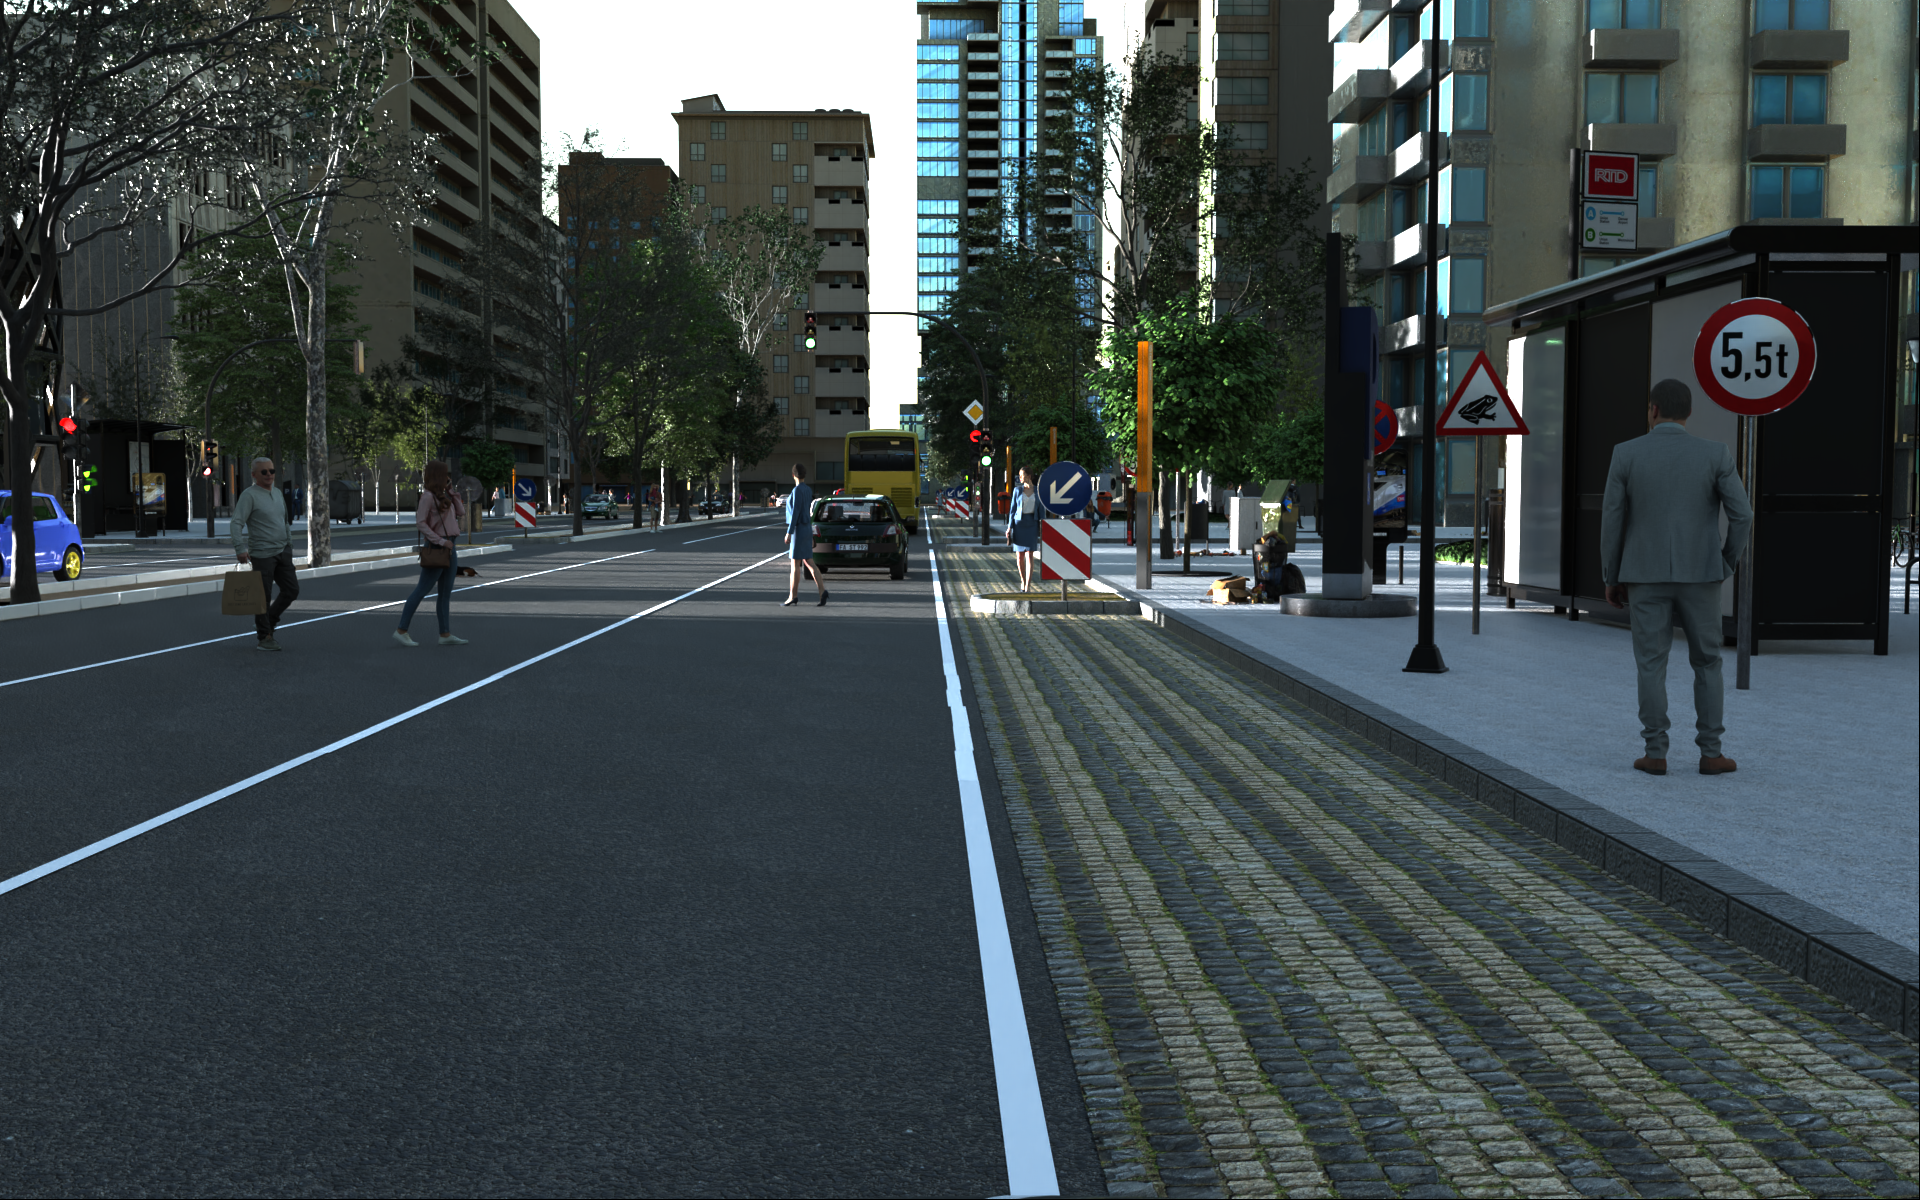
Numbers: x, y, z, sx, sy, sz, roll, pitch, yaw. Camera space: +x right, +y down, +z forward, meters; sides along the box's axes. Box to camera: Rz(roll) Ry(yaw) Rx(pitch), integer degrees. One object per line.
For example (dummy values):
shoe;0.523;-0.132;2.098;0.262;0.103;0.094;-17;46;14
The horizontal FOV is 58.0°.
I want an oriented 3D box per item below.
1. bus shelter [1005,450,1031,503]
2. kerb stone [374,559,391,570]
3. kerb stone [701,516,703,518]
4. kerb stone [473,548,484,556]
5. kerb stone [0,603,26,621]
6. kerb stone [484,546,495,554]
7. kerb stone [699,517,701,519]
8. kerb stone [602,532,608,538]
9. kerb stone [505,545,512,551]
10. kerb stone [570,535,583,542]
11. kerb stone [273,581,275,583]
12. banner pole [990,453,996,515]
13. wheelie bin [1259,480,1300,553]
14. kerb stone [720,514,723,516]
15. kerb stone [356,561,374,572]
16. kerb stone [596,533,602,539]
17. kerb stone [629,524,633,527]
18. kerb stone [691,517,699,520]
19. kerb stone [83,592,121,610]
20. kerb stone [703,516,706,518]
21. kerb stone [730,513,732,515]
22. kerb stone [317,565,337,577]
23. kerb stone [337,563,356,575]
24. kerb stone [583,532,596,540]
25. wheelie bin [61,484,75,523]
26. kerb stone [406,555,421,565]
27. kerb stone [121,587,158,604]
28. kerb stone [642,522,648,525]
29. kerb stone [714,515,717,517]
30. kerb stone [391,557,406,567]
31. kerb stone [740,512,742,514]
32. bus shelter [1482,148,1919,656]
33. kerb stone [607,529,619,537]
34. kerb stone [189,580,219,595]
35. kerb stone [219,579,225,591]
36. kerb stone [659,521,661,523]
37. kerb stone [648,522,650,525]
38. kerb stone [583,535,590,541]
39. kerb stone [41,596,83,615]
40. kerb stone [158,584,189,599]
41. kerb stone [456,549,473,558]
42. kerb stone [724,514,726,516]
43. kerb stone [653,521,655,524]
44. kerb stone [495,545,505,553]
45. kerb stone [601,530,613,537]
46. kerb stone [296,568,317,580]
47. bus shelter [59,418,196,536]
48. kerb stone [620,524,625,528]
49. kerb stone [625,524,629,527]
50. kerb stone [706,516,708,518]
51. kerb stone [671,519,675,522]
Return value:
bus shelter;3.534;-7.495;100.176;2.179;5.291;8.768;0;4;-1
kerb stone;-11.181;-0.667;33.209;0.120;0.150;1.000;0;4;-1
kerb stone;-14.684;-4.592;97.276;0.120;0.150;1.000;0;4;-1
kerb stone;-11.341;-1.109;40.375;0.120;0.150;1.000;0;4;-1
kerb stone;-10.896;0.142;19.872;0.120;0.150;1.000;0;4;-1
kerb stone;-11.359;-1.175;41.402;0.120;0.150;1.000;0;4;-1
kerb stone;-14.660;-4.529;96.253;0.120;0.150;1.000;0;4;-1
kerb stone;-11.690;-2.086;56.309;0.120;0.150;1.000;0;4;-1
kerb stone;-11.413;-1.300;43.445;0.120;0.150;1.000;0;4;-1
kerb stone;-11.595;-1.836;52.217;0.120;0.150;1.000;0;4;-1
kerb stone;-11.068;-0.360;28.100;0.120;0.150;1.000;0;4;-1
banner pole;2.196;-7.122;106.458;0.863;3.779;0.401;0;4;5
wheelie bin;7.028;-1.848;38.128;0.693;1.594;0.980;-3;4;-37
kerb stone;-14.874;-5.151;106.497;0.120;0.150;1.000;0;4;-1
kerb stone;-11.162;-0.611;32.187;0.120;0.150;1.000;0;4;-1
kerb stone;-11.664;-2.023;55.287;0.120;0.150;1.000;0;4;-1
kerb stone;-14.163;-3.150;73.697;0.120;0.150;1.000;0;4;-1
kerb stone;-14.634;-4.467;95.231;0.120;0.150;1.000;0;4;-1
kerb stone;-10.946;0.016;21.934;0.120;0.150;1.000;0;4;-1
kerb stone;-14.705;-4.648;98.305;0.120;0.150;1.000;0;4;-1
kerb stone;-15.001;-5.468;111.623;0.120;0.150;1.000;0;4;-1
kerb stone;-11.115;-0.486;30.143;0.120;0.150;1.000;0;4;-1
kerb stone;-11.147;-0.549;31.165;0.120;0.150;1.000;0;4;-1
kerb stone;-11.650;-1.961;54.261;0.120;0.150;1.000;0;4;-1
wheelie bin;-26.807;-2.733;52.591;0.980;1.594;0.693;1;4;18
kerb stone;-11.230;-0.798;35.256;0.120;0.150;1.000;0;4;-1
kerb stone;-10.957;-0.047;22.968;0.120;0.150;1.000;0;4;-1
kerb stone;-14.249;-3.396;77.815;0.120;0.150;1.000;0;4;-1
kerb stone;-14.807;-4.967;103.427;0.120;0.150;1.000;0;4;-1
kerb stone;-11.207;-0.736;34.234;0.120;0.150;1.000;0;4;-1
kerb stone;-15.126;-5.845;117.762;0.120;0.150;1.000;0;4;-1
bus shelter;6.962;-2.461;17.865;2.179;5.291;8.768;0;4;-1
kerb stone;-11.731;-2.212;58.356;0.120;0.150;1.000;0;4;-1
kerb stone;-11.005;-0.173;25.019;0.120;0.150;1.000;0;4;-1
kerb stone;-11.017;-0.235;26.041;0.120;0.150;1.000;0;4;-1
kerb stone;-14.344;-3.649;81.912;0.120;0.150;1.000;0;4;-1
kerb stone;-14.277;-3.464;78.837;0.120;0.150;1.000;0;4;-1
kerb stone;-11.621;-1.899;53.239;0.120;0.150;1.000;0;4;-1
kerb stone;-10.918;0.079;20.902;0.120;0.150;1.000;0;4;-1
kerb stone;-10.983;-0.110;23.989;0.120;0.150;1.000;0;4;-1
kerb stone;-11.319;-1.047;39.353;0.120;0.150;1.000;0;4;-1
kerb stone;-14.928;-5.281;108.541;0.120;0.150;1.000;0;4;-1
kerb stone;-14.303;-3.527;79.859;0.120;0.150;1.000;0;4;-1
kerb stone;-11.387;-1.237;42.423;0.120;0.150;1.000;0;4;-1
kerb stone;-11.706;-2.149;57.332;0.120;0.150;1.000;0;4;-1
kerb stone;-11.097;-0.417;29.122;0.120;0.150;1.000;0;4;-1
bus shelter;-27.012;-3.989;56.498;1.731;3.624;6.357;0;4;-1
kerb stone;-14.127;-3.024;71.641;0.120;0.150;1.000;0;4;-1
kerb stone;-14.143;-3.087;72.663;0.120;0.150;1.000;0;4;-1
kerb stone;-14.723;-4.715;99.327;0.120;0.150;1.000;0;4;-1
kerb stone;-14.434;-3.902;86.000;0.120;0.150;1.000;0;4;-1
